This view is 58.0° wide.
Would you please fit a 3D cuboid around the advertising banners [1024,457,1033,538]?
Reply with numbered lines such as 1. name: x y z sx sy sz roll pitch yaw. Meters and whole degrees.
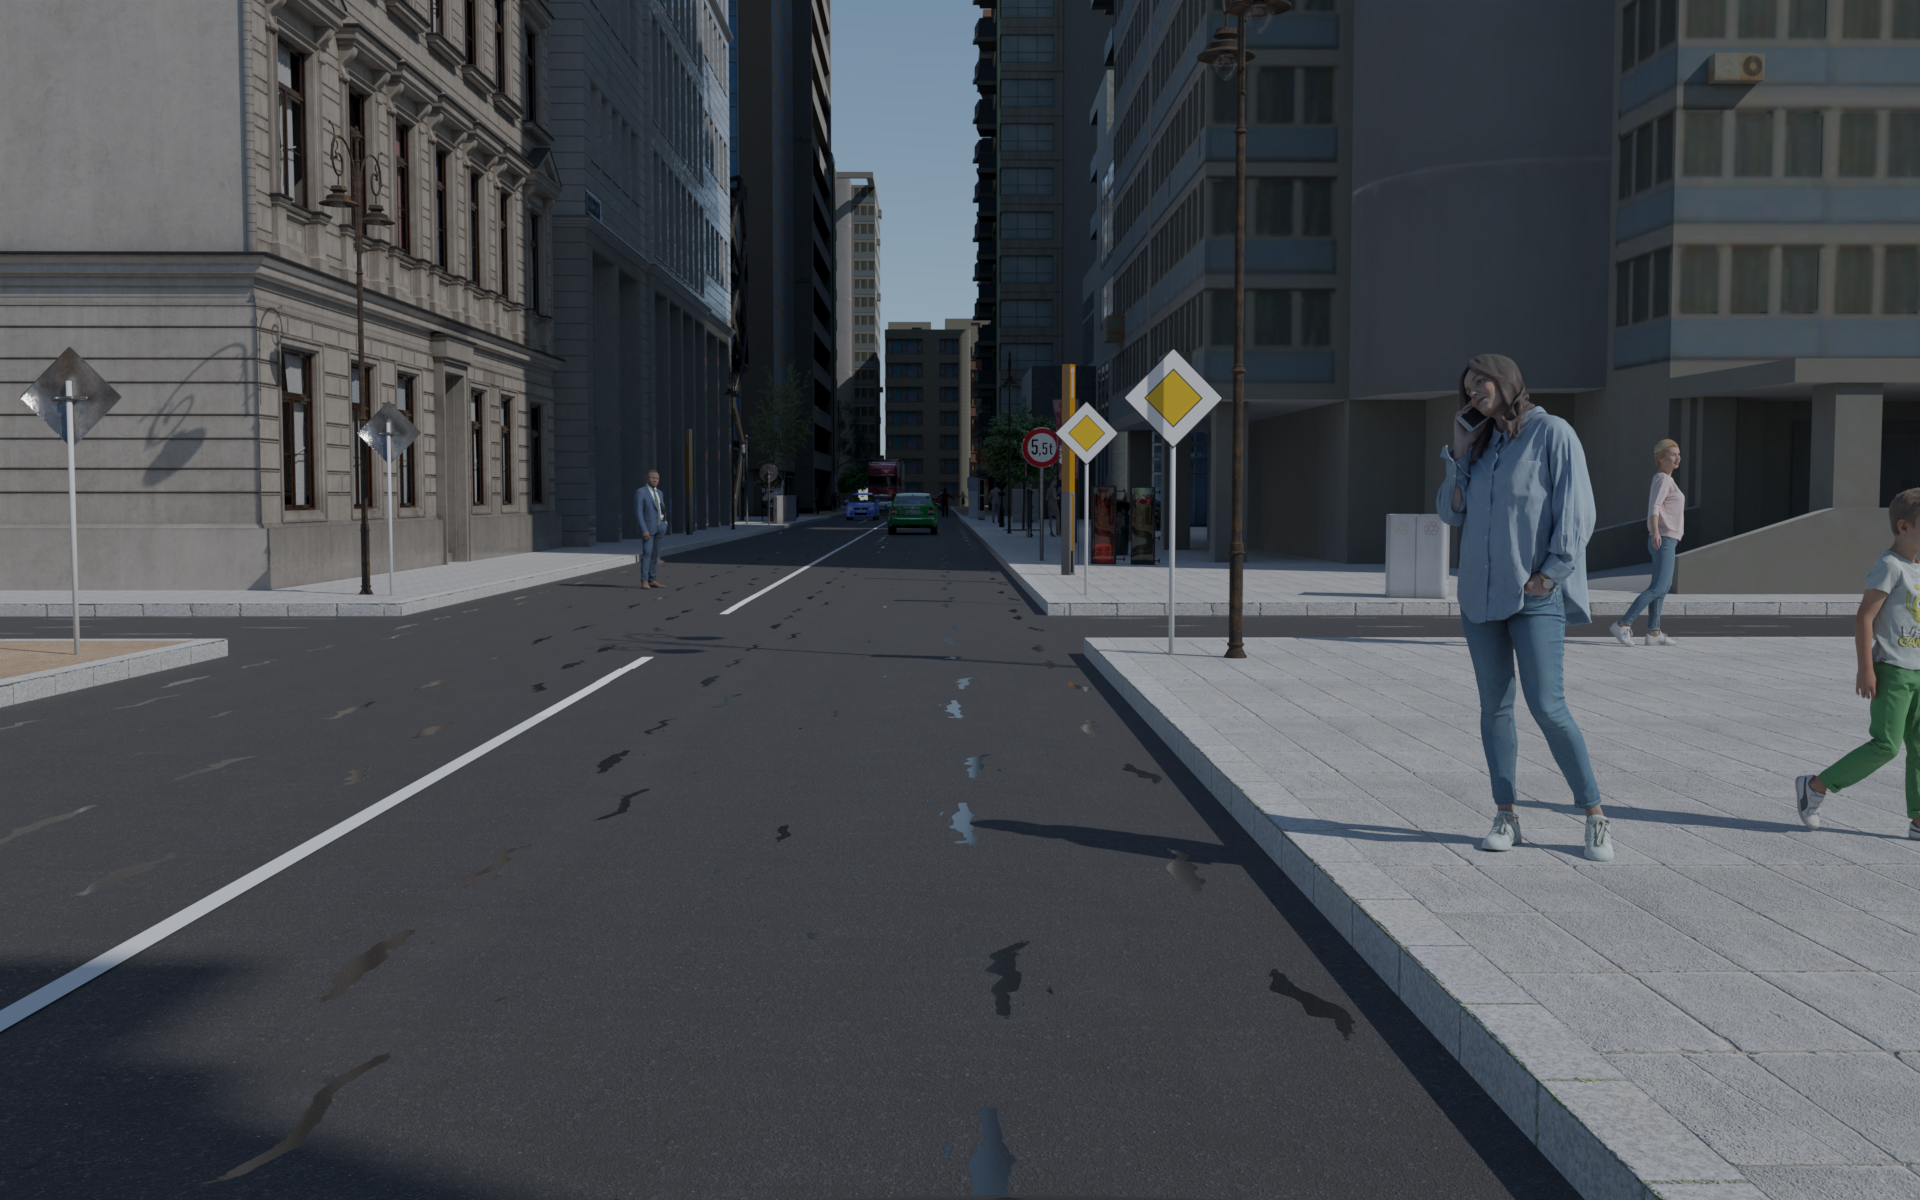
1. advertising banners: 2.045 -3.399 51.755 0.090 3.025 2.074 0 4 -3

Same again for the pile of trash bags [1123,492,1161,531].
1. pile of trash bags: 6.259 -3.083 60.151 1.912 1.369 3.447 1 4 19

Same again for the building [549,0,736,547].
1. building: -14.554 -17.013 55.653 11.434 29.767 29.804 0 4 -1

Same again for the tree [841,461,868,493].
1. tree: -9.401 -10.798 160.252 4.285 4.588 4.351 0 3 0

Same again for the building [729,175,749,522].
1. building: -18.342 -12.969 79.500 16.820 18.784 16.811 0 4 -1

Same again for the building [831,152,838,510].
1. building: -17.359 -22.537 140.176 14.160 30.474 14.107 0 4 -1

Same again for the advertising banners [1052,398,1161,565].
1. advertising banners: 2.648 -2.163 31.547 2.074 3.025 0.090 2 4 24

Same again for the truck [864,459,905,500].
1. truck: -5.997 -9.276 140.573 2.839 4.237 11.283 0 4 1

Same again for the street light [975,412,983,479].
1. street light: 1.049 -7.547 96.177 0.468 5.910 1.993 0 4 -1

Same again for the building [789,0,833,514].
1. building: -20.306 -30.445 121.481 21.300 48.544 21.600 0 4 -1

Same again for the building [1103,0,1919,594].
1. building: 15.890 -21.113 37.084 23.993 40.220 32.217 0 4 -1

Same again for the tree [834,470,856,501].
1. tree: -9.142 -8.753 137.715 1.663 3.219 1.824 0 3 0

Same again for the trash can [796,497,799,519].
1. trash can: -8.728 -4.818 90.436 0.748 1.137 0.748 0 3 0

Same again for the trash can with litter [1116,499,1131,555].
1. trash can with litter: 3.259 -1.539 36.549 0.624 1.170 1.055 0 4 -1

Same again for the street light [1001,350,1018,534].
1. street light: 1.595 -5.080 55.839 0.468 5.910 1.993 0 4 -1

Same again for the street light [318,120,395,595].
1. street light: -7.585 -3.007 21.945 0.468 5.910 1.993 0 4 -1

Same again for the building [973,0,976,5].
1. building: 12.114 -28.975 128.369 22.147 44.769 28.867 0 4 -1

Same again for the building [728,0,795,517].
1. building: -17.495 -27.745 103.749 14.600 45.320 14.200 0 4 -1

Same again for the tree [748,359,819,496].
1. tree: -9.759 -8.848 95.024 4.737 8.622 4.395 0 3 0

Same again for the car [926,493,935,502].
1. car: -2.460 -5.729 103.255 1.945 1.707 3.694 0 4 -2

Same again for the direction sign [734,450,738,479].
1. direction sign: -11.803 -5.938 89.077 0.876 3.537 0.379 1 4 21

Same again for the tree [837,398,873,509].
1. tree: -10.988 -13.347 152.629 7.601 10.594 8.767 0 4 6

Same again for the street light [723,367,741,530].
1. street light: -8.186 -5.478 62.356 0.468 5.910 1.993 0 4 -1

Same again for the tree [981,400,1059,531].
1. tree: 2.246 -4.726 60.985 4.285 4.588 4.351 0 3 0

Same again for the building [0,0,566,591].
1. building: -14.046 -10.205 31.483 10.561 19.102 19.286 0 4 -1

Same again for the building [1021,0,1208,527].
1. building: 14.824 -46.924 79.885 22.319 86.520 31.000 0 4 -1

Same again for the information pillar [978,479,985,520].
1. information pillar: 1.054 -4.936 85.197 0.304 2.012 0.304 -1 4 -11

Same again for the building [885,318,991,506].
1. building: 6.380 -21.445 195.665 28.899 21.520 27.650 0 4 -1

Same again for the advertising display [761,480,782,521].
1. advertising display: -8.920 -4.691 81.915 0.974 1.923 0.123 0 4 -3

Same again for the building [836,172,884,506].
1. building: -20.989 -30.953 197.964 23.993 40.220 32.217 0 4 -1

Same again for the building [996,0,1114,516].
1. building: 9.236 -25.896 107.000 14.154 41.232 14.086 0 4 -1

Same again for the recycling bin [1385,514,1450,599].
1. recycling bin: 5.700 -0.551 21.569 0.722 1.027 0.722 1 4 19

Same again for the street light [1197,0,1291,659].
1. street light: 2.161 -2.484 13.408 0.468 5.910 1.993 0 4 -1
